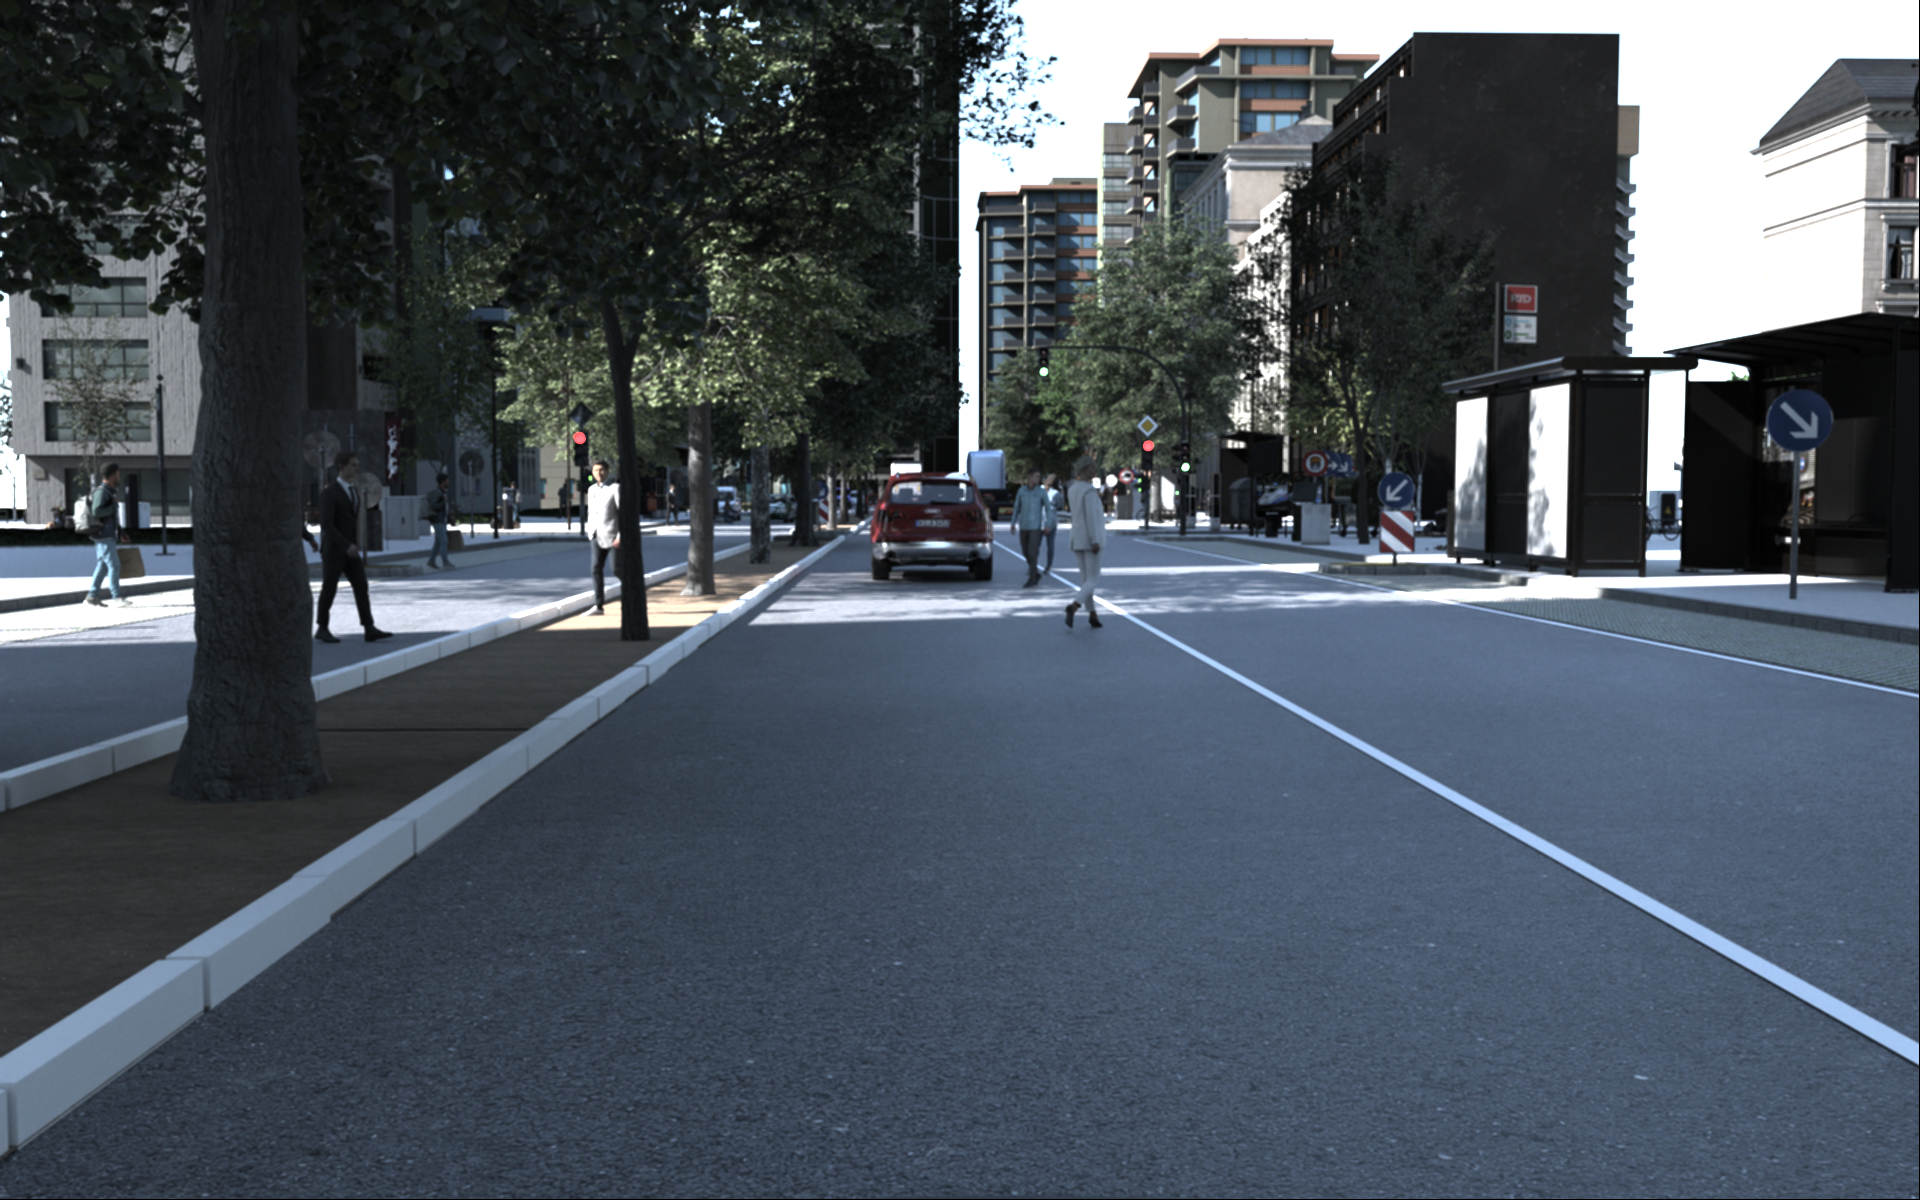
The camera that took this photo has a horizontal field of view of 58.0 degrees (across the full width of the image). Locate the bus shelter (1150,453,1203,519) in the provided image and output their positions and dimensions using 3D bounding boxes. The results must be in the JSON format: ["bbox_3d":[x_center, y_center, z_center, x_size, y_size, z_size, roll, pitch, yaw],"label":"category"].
[{"bbox_3d":[10.524,-5.603,85.533,2.014,3.302,5.546,0,4,-2],"label":"bus shelter"}]

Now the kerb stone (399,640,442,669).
[{"bbox_3d":[-4.550,0.472,14.475,0.120,0.150,1.000,0,4,-2],"label":"kerb stone"}]

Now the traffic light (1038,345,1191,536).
[{"bbox_3d":[4.759,-4.800,53.145,4.771,5.953,1.251,0,4,-2],"label":"traffic light"}]

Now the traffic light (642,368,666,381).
[{"bbox_3d":[-9.659,-5.272,60.858,4.771,5.953,1.251,0,4,-2],"label":"traffic light"}]

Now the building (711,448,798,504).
[{"bbox_3d":[-35.884,-38.020,241.229,30.456,49.044,23.786,0,4,-2],"label":"building"}]

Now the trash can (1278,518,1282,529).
[{"bbox_3d":[11.394,-3.141,63.004,0.748,1.137,0.748,0,3,0],"label":"trash can"}]

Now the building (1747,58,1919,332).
[{"bbox_3d":[39.557,-13.894,78.075,40.483,20.767,10.553,0,4,-2],"label":"building"}]

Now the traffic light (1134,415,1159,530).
[{"bbox_3d":[6.605,-4.429,61.331,0.839,4.253,0.868,0,4,-2],"label":"traffic light"}]

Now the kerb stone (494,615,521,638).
[{"bbox_3d":[-4.640,0.287,17.541,0.120,0.150,1.000,0,4,-2],"label":"kerb stone"}]

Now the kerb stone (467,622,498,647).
[{"bbox_3d":[-4.608,0.347,16.519,0.120,0.150,1.000,0,4,-2],"label":"kerb stone"}]

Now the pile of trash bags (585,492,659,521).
[{"bbox_3d":[-16.078,-4.441,82.356,3.447,1.369,1.912,-1,4,-14],"label":"pile of trash bags"}]

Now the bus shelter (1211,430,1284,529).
[{"bbox_3d":[11.069,-4.628,66.945,1.731,3.624,6.357,0,4,-2],"label":"bus shelter"}]

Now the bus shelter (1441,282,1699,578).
[{"bbox_3d":[10.047,-3.239,30.594,2.179,5.291,8.768,0,4,-2],"label":"bus shelter"}]

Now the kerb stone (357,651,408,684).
[{"bbox_3d":[-4.516,0.535,13.453,0.120,0.150,1.000,0,4,-2],"label":"kerb stone"}]

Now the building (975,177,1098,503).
[{"bbox_3d":[15.103,-35.911,241.763,28.867,44.769,22.147,0,4,-2],"label":"building"}]

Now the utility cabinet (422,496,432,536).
[{"bbox_3d":[-16.696,-2.552,52.893,1.020,1.237,0.306,-1,4,-9],"label":"utility cabinet"}]

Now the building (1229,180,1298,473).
[{"bbox_3d":[23.627,-15.522,108.535,10.420,20.320,16.860,0,4,-2],"label":"building"}]

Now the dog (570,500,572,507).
[{"bbox_3d":[-28.854,-6.935,127.760,0.513,0.831,0.800,2,4,35],"label":"dog"}]

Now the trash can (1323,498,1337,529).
[{"bbox_3d":[13.733,-3.237,64.584,0.748,1.137,0.748,0,3,0],"label":"trash can"}]

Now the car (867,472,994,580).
[{"bbox_3d":[-0.507,-1.326,30.352,2.281,1.827,5.304,0,4,-1],"label":"car"}]

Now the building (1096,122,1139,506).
[{"bbox_3d":[22.146,-31.190,193.545,14.154,41.232,14.086,0,4,-2],"label":"building"}]

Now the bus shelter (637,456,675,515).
[{"bbox_3d":[-17.740,-7.334,97.544,2.179,5.291,8.768,0,4,-2],"label":"bus shelter"}]

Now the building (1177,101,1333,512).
[{"bbox_3d":[24.053,-20.859,126.943,13.634,28.700,20.117,0,4,-2],"label":"building"}]

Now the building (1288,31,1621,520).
[{"bbox_3d":[25.306,-16.017,91.552,12.332,23.373,15.834,0,4,-2],"label":"building"}]

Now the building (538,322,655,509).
[{"bbox_3d":[-42.209,-18.649,149.955,27.650,21.520,28.899,0,4,-2],"label":"building"}]

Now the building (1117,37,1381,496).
[{"bbox_3d":[28.091,-31.613,171.494,22.147,44.769,28.867,0,4,-2],"label":"building"}]

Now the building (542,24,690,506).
[{"bbox_3d":[-39.001,-33.699,174.677,21.300,48.544,21.600,0,4,-2],"label":"building"}]

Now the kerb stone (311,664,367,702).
[{"bbox_3d":[-4.490,0.598,12.421,0.120,0.150,1.000,0,4,-2],"label":"kerb stone"}]

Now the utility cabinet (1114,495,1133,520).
[{"bbox_3d":[8.121,-4.586,86.140,1.020,1.237,0.306,-3,4,-37],"label":"utility cabinet"}]

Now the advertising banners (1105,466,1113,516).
[{"bbox_3d":[8.499,-6.301,99.215,0.090,3.025,2.074,1,4,18],"label":"advertising banners"}]

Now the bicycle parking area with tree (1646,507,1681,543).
[{"bbox_3d":[21.282,-3.535,44.807,9.016,4.147,8.231,-1,4,-8],"label":"bicycle parking area with tree"}]

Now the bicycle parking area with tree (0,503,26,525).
[{"bbox_3d":[-43.172,-5.195,71.932,8.231,4.147,9.016,0,4,0],"label":"bicycle parking area with tree"}]

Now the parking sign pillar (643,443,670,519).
[{"bbox_3d":[-16.020,-6.291,91.330,1.447,3.967,1.447,-1,4,-19],"label":"parking sign pillar"}]

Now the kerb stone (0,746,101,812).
[{"bbox_3d":[-4.361,0.849,8.320,0.120,0.150,1.000,0,4,-2],"label":"kerb stone"}]

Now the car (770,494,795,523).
[{"bbox_3d":[-9.354,-4.592,86.873,2.131,1.459,4.920,0,3,0],"label":"car"}]

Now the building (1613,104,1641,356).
[{"bbox_3d":[66.242,-33.356,195.481,14.200,45.320,14.600,0,4,-2],"label":"building"}]

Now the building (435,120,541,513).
[{"bbox_3d":[-38.712,-48.501,105.671,22.319,86.520,31.000,0,4,-2],"label":"building"}]

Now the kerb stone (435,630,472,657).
[{"bbox_3d":[-4.580,0.410,15.498,0.120,0.150,1.000,0,4,-2],"label":"kerb stone"}]

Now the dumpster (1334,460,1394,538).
[{"bbox_3d":[11.949,-2.952,50.766,1.502,2.255,1.985,0,4,-2],"label":"dumpster"}]

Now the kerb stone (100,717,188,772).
[{"bbox_3d":[-4.393,0.786,9.342,0.120,0.150,1.000,0,4,-2],"label":"kerb stone"}]

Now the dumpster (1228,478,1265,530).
[{"bbox_3d":[10.348,-3.425,61.760,1.264,1.857,1.865,0,4,-2],"label":"dumpster"}]

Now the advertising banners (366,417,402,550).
[{"bbox_3d":[-13.515,-2.657,39.625,2.074,3.025,0.090,2,4,27],"label":"advertising banners"}]

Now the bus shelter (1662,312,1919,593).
[{"bbox_3d":[12.472,-2.091,25.476,1.731,3.624,6.357,0,4,-2],"label":"bus shelter"}]

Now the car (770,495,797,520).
[{"bbox_3d":[-9.830,-5.160,96.368,2.014,1.417,4.499,0,4,-3],"label":"car"}]

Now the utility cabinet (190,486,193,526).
[{"bbox_3d":[-21.537,-2.497,49.498,1.173,1.500,0.318,3,4,38],"label":"utility cabinet"}]

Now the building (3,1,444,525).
[{"bbox_3d":[-32.097,-18.677,77.071,14.160,30.474,14.107,0,4,-2],"label":"building"}]

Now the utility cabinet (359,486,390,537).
[{"bbox_3d":[-17.038,-2.544,50.274,0.318,1.500,1.173,1,4,17],"label":"utility cabinet"}]

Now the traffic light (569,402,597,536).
[{"bbox_3d":[-11.505,-3.906,52.778,0.839,4.253,0.868,0,4,-2],"label":"traffic light"}]

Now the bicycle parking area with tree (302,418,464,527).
[{"bbox_3d":[-23.570,-4.807,65.593,8.231,4.147,9.016,1,4,17],"label":"bicycle parking area with tree"}]

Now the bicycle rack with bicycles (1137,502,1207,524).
[{"bbox_3d":[9.026,-3.722,74.239,2.925,0.926,2.852,1,4,12],"label":"bicycle rack with bicycles"}]

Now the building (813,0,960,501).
[{"bbox_3d":[-10.299,-48.990,239.235,20.611,71.187,20.563,0,4,-2],"label":"building"}]

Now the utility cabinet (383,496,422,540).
[{"bbox_3d":[-15.604,-2.274,48.350,1.020,1.237,0.306,2,4,23],"label":"utility cabinet"}]

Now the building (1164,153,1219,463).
[{"bbox_3d":[24.398,-23.115,149.630,14.160,30.474,14.107,0,4,-2],"label":"building"}]
